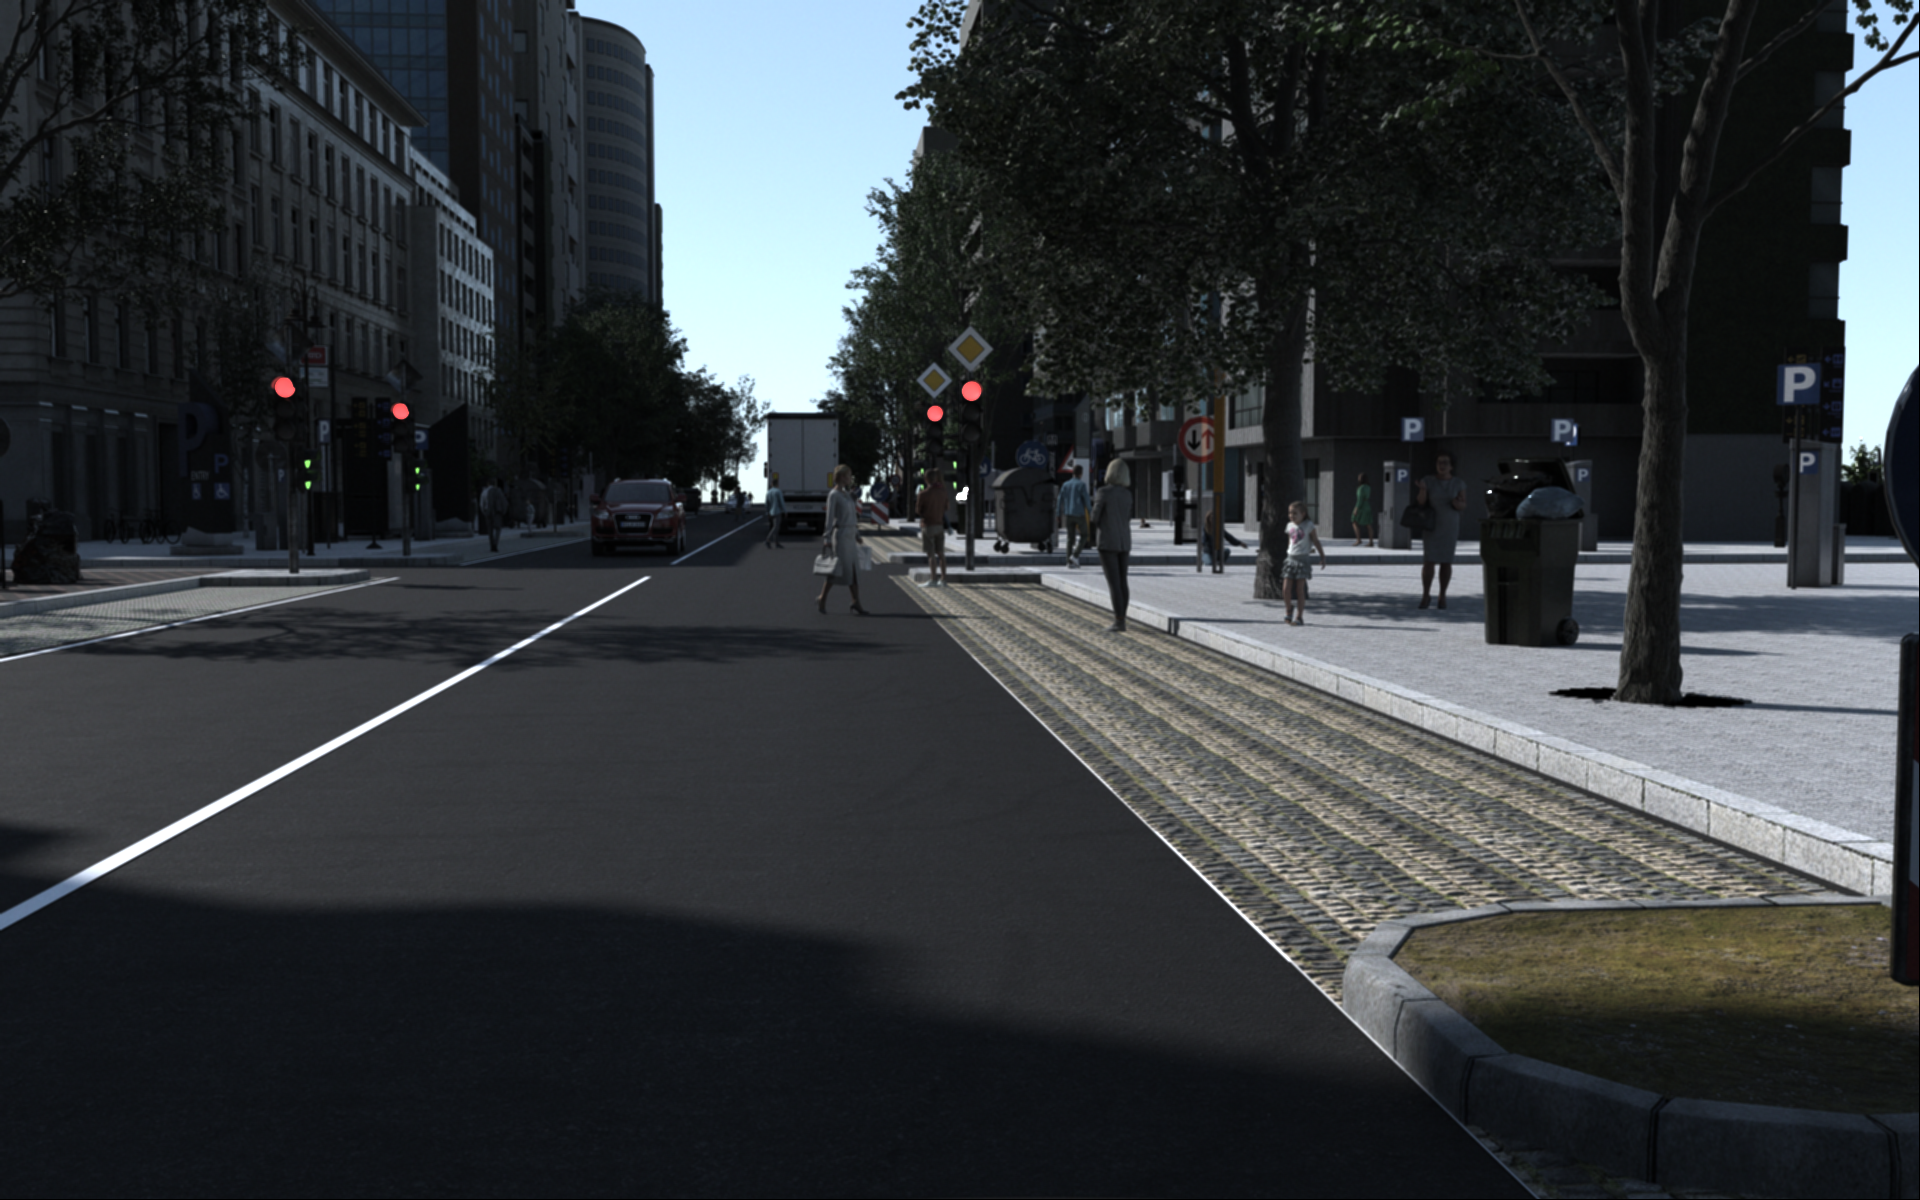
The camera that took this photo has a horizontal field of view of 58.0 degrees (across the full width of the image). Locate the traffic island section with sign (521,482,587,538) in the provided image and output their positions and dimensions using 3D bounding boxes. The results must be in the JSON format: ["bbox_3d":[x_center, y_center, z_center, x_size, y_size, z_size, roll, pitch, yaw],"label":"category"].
[{"bbox_3d":[-13.488,-3.000,57.681,1.989,1.847,2.006,0,4,-5],"label":"traffic island section with sign"}]

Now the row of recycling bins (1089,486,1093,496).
[{"bbox_3d":[6.128,-4.762,84.969,1.069,1.692,3.534,2,4,24],"label":"row of recycling bins"}]

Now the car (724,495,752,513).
[{"bbox_3d":[-16.588,-7.166,129.530,2.083,1.381,4.827,0,4,-7],"label":"car"}]

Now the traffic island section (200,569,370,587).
[{"bbox_3d":[-10.807,-0.354,28.063,2.009,0.180,2.903,0,4,-5],"label":"traffic island section"}]

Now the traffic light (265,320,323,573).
[{"bbox_3d":[-10.766,-2.386,27.932,0.839,4.253,0.868,0,4,-5],"label":"traffic light"}]

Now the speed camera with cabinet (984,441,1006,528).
[{"bbox_3d":[1.928,-4.314,64.875,2.038,3.252,0.660,2,4,31],"label":"speed camera with cabinet"}]

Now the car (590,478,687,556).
[{"bbox_3d":[-7.756,-2.039,42.006,2.281,1.827,5.304,0,4,-7],"label":"car"}]

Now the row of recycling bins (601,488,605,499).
[{"bbox_3d":[-20.735,-6.087,106.628,1.069,1.692,3.534,2,4,29],"label":"row of recycling bins"}]

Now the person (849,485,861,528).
[{"bbox_3d":[-4.536,-3.926,72.662,0.822,1.834,0.622,-2,4,-27],"label":"person"}]

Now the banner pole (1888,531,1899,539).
[{"bbox_3d":[26.877,-3.652,49.719,0.401,3.779,0.863,1,4,15],"label":"banner pole"}]

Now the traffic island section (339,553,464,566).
[{"bbox_3d":[-11.525,-0.840,36.016,2.009,0.180,2.903,0,4,-5],"label":"traffic island section"}]

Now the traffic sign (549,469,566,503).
[{"bbox_3d":[-20.111,-5.296,86.586,0.884,2.594,0.081,0,4,4],"label":"traffic sign"}]

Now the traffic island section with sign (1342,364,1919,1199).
[{"bbox_3d":[2.086,0.258,4.413,1.989,1.847,2.006,0,4,-5],"label":"traffic island section with sign"}]

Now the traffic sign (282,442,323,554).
[{"bbox_3d":[-14.161,-2.281,37.304,0.884,2.594,0.081,0,4,2],"label":"traffic sign"}]

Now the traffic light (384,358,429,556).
[{"bbox_3d":[-11.484,-2.872,35.885,0.839,4.253,0.868,0,4,-5],"label":"traffic light"}]

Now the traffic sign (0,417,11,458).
[{"bbox_3d":[-15.083,-1.636,26.852,0.768,2.556,0.104,0,4,1],"label":"traffic sign"}]

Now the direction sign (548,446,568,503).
[{"bbox_3d":[-18.962,-5.490,81.763,0.876,3.537,0.379,0,4,-4],"label":"direction sign"}]

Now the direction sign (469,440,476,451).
[{"bbox_3d":[-20.558,-4.892,71.986,0.876,3.537,0.379,-1,4,-14],"label":"direction sign"}]

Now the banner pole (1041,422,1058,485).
[{"bbox_3d":[3.077,-4.309,60.463,0.863,3.779,0.401,-1,4,-23],"label":"banner pole"}]

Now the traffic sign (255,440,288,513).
[{"bbox_3d":[-16.268,-2.497,40.937,0.768,2.556,0.104,0,4,-2],"label":"traffic sign"}]

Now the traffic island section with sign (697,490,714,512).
[{"bbox_3d":[-20.505,-7.747,135.287,1.989,1.847,2.006,0,4,-5],"label":"traffic island section with sign"}]

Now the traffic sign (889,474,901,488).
[{"bbox_3d":[-4.118,-6.759,110.620,0.768,2.556,0.104,0,4,2],"label":"traffic sign"}]

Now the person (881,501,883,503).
[{"bbox_3d":[-9.754,-12.910,217.260,0.705,1.807,1.348,-3,4,-36],"label":"person"}]

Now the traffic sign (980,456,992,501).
[{"bbox_3d":[0.659,-3.432,56.218,0.768,2.556,0.104,0,4,4],"label":"traffic sign"}]

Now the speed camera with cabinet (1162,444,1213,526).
[{"bbox_3d":[9.073,-4.564,68.953,2.038,3.252,0.660,-1,4,-21],"label":"speed camera with cabinet"}]

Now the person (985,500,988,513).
[{"bbox_3d":[1.728,-6.772,116.859,1.348,1.812,0.705,-2,4,-30],"label":"person"}]

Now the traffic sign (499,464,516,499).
[{"bbox_3d":[-18.997,-4.441,72.718,0.768,2.556,0.104,0,4,-5],"label":"traffic sign"}]

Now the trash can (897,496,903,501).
[{"bbox_3d":[-3.637,-5.689,104.670,0.748,1.137,0.748,0,3,0],"label":"trash can"}]

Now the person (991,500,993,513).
[{"bbox_3d":[2.057,-6.658,115.817,0.530,1.710,0.541,2,4,34],"label":"person"}]

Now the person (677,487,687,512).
[{"bbox_3d":[-14.828,-5.078,91.713,0.709,1.800,0.728,0,4,-7],"label":"person"}]

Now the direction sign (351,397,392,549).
[{"bbox_3d":[-13.771,-2.973,40.606,0.876,3.537,0.379,-1,4,-9],"label":"direction sign"}]

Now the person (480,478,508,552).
[{"bbox_3d":[-11.491,-2.089,42.749,0.679,1.850,0.850,-1,4,-9],"label":"person"}]

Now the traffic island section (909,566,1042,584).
[{"bbox_3d":[0.190,-0.414,29.048,2.009,0.180,2.903,0,4,-5],"label":"traffic island section"}]

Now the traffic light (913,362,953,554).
[{"bbox_3d":[-0.568,-2.933,36.883,0.839,4.253,0.868,0,4,-5],"label":"traffic light"}]

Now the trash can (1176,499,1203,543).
[{"bbox_3d":[6.020,-2.068,45.462,0.748,1.137,0.748,0,3,0],"label":"trash can"}]

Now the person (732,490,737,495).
[{"bbox_3d":[-23.070,-10.342,177.599,1.348,1.823,0.705,-1,4,-15],"label":"person"}]

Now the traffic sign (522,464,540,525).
[{"bbox_3d":[-18.026,-4.442,72.728,0.768,2.556,0.104,0,4,3],"label":"traffic sign"}]

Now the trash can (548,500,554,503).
[{"bbox_3d":[-24.013,-5.473,101.136,0.748,1.137,0.748,0,3,0],"label":"trash can"}]

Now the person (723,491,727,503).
[{"bbox_3d":[-33.049,-14.394,242.096,1.217,1.743,0.721,0,4,-7],"label":"person"}]

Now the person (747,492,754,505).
[{"bbox_3d":[-26.317,-12.752,217.542,0.990,1.755,0.434,-2,4,-32],"label":"person"}]

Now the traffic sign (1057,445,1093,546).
[{"bbox_3d":[2.820,-2.600,42.515,0.884,2.594,0.081,0,4,2],"label":"traffic sign"}]

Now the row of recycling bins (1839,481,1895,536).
[{"bbox_3d":[28.363,-2.829,53.369,1.069,1.692,3.534,-2,4,-23],"label":"row of recycling bins"}]

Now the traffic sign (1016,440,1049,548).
[{"bbox_3d":[1.709,-2.500,40.977,0.768,2.556,0.104,0,4,2],"label":"traffic sign"}]

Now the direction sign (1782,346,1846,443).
[{"bbox_3d":[13.126,-2.122,26.690,0.876,3.537,0.379,0,4,6],"label":"direction sign"}]

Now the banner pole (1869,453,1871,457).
[{"bbox_3d":[54.658,-7.005,104.541,0.863,3.779,0.401,0,4,3],"label":"banner pole"}]

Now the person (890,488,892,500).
[{"bbox_3d":[-6.037,-8.747,149.017,0.705,1.831,1.348,1,4,14],"label":"person"}]

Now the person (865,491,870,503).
[{"bbox_3d":[-13.858,-15.463,259.795,0.756,1.711,0.436,2,4,34],"label":"person"}]

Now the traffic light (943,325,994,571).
[{"bbox_3d":[0.150,-2.447,28.930,0.839,4.253,0.868,0,4,-5],"label":"traffic light"}]

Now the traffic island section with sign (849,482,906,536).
[{"bbox_3d":[-2.914,-3.129,59.779,1.989,1.847,2.006,0,4,-5],"label":"traffic island section with sign"}]

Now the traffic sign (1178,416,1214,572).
[{"bbox_3d":[3.927,-1.727,28.342,0.768,2.556,0.104,0,4,-4],"label":"traffic sign"}]

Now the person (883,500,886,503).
[{"bbox_3d":[-6.715,-9.083,154.507,1.348,1.831,0.705,-2,4,-28],"label":"person"}]

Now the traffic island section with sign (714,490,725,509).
[{"bbox_3d":[-22.913,-9.389,162.135,1.989,1.847,2.006,0,4,-5],"label":"traffic island section with sign"}]

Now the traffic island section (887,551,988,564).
[{"bbox_3d":[-0.528,-0.900,37.000,2.009,0.180,2.903,0,4,-5],"label":"traffic island section"}]

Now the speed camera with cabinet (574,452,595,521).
[{"bbox_3d":[-17.925,-5.394,82.533,0.660,3.252,2.038,-2,4,-24],"label":"speed camera with cabinet"}]

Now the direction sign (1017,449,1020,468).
[{"bbox_3d":[3.226,-5.824,87.216,0.876,3.537,0.379,-3,4,-37],"label":"direction sign"}]

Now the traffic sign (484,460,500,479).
[{"bbox_3d":[-17.557,-3.953,64.735,0.768,2.556,0.104,0,4,4],"label":"traffic sign"}]

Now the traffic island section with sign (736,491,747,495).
[{"bbox_3d":[-30.373,-14.441,244.732,1.989,1.847,2.006,0,4,-5],"label":"traffic island section with sign"}]
